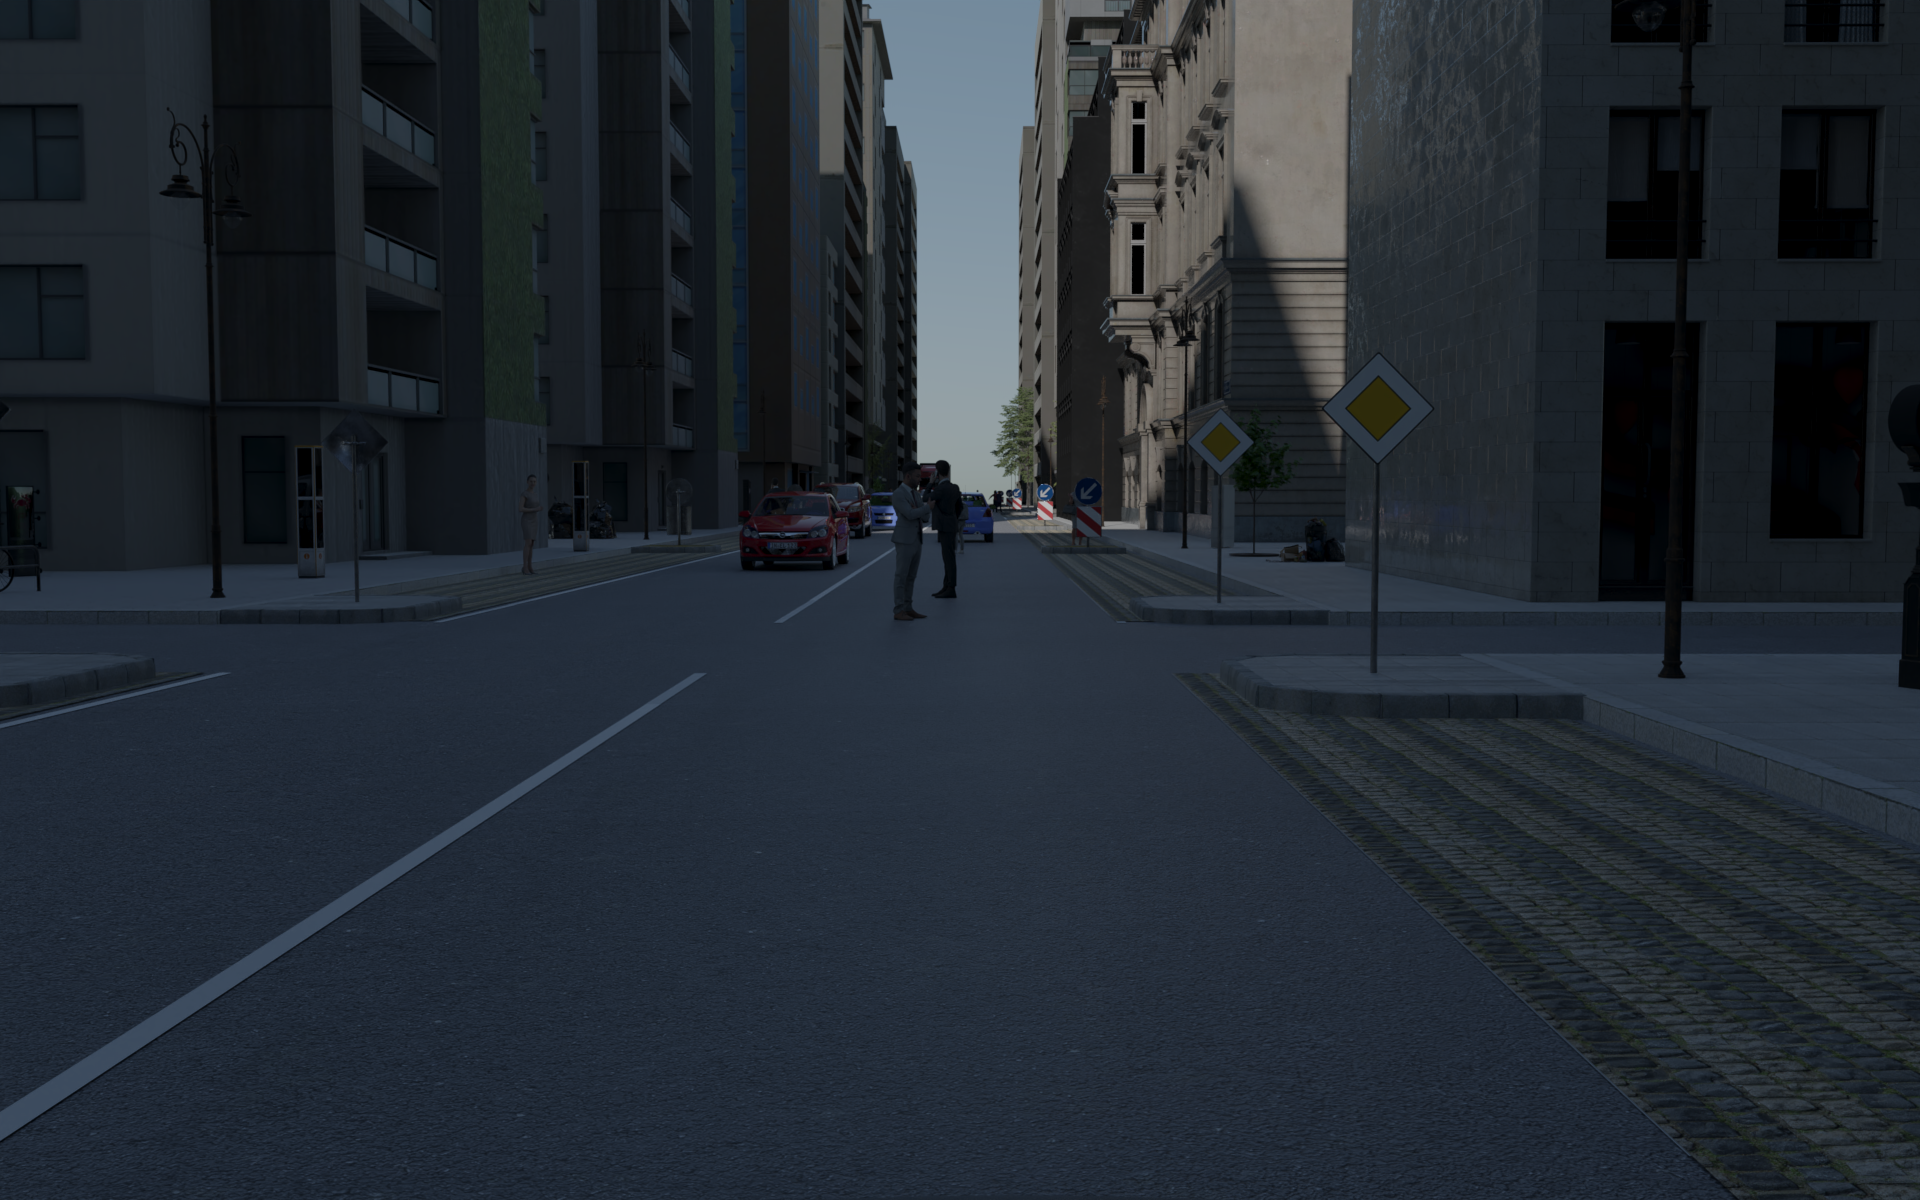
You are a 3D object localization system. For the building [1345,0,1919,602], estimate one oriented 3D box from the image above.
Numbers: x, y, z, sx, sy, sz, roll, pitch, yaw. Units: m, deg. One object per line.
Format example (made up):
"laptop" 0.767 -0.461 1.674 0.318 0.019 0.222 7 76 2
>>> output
"building" 15.219 -10.412 24.986 16.860 20.320 10.420 0 4 1

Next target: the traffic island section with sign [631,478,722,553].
"traffic island section with sign" -6.938 -2.080 42.639 1.989 1.847 2.006 0 4 1

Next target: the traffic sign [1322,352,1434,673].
"traffic sign" 2.964 -0.533 12.358 0.795 2.450 0.064 0 4 1

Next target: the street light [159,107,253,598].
"street light" -9.185 -2.964 21.257 0.468 5.910 1.993 0 4 1

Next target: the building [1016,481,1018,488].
"building" 24.004 -33.611 241.415 32.217 40.220 23.993 0 4 1

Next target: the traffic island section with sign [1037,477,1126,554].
"traffic island section with sign" 2.971 -2.049 42.132 1.989 1.847 2.006 0 4 1

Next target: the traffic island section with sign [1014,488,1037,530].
"traffic island section with sign" 3.278 -3.722 69.486 1.989 1.847 2.006 0 4 1

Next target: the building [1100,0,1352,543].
"building" 12.394 -14.848 61.849 14.460 24.649 34.723 0 4 1

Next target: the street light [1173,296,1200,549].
"street light" 5.291 -4.149 40.618 0.468 5.910 1.993 0 4 1

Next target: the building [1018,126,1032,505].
"building" 18.260 -36.332 217.728 21.300 48.544 21.600 0 4 1

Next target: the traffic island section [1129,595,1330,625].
"traffic island section" 3.073 0.114 20.419 2.009 0.180 2.903 0 4 1

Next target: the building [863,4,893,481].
"building" -22.300 -36.907 192.666 28.713 52.752 27.495 0 4 1

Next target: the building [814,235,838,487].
"building" -22.763 -16.225 110.322 27.650 21.520 28.899 0 4 1

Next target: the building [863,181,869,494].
"building" -15.588 -23.346 153.414 14.160 30.474 14.107 0 4 1

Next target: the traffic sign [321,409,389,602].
"traffic sign" -7.144 -1.029 20.471 0.795 2.450 0.064 0 4 1

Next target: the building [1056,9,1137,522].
"building" 11.415 -15.774 87.575 12.332 23.373 15.834 0 4 1

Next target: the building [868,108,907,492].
"building" -18.087 -36.334 217.768 21.300 48.544 21.600 0 4 1

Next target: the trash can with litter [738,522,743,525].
"trash can with litter" -9.410 -3.701 71.562 1.678 1.210 2.233 -1 4 -16

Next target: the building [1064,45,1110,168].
"building" 13.834 -21.018 115.351 14.160 30.474 14.107 0 4 1

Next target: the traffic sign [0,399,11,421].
"traffic sign" -7.229 -0.541 12.487 0.795 2.450 0.064 0 4 1

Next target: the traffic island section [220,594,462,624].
"traffic island section" -7.168 0.107 20.533 2.009 0.180 2.903 0 4 1

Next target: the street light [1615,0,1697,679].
"street light" 4.979 -2.394 11.936 0.468 5.910 1.993 0 4 1

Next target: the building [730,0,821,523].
"building" -14.209 -26.417 82.021 14.600 45.320 14.200 0 4 1

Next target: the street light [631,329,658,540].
"street light" -8.833 -4.638 48.612 0.468 5.910 1.993 0 4 1

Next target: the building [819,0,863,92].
"building" -18.862 -31.251 134.660 21.300 48.544 21.600 0 4 1

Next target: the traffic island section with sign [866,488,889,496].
"traffic island section with sign" -6.117 -6.778 119.444 1.989 1.847 2.006 0 4 1

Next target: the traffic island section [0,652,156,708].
"traffic island section" -7.253 0.595 12.549 2.009 0.180 2.903 0 4 1

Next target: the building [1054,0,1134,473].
"building" 21.380 -33.402 135.354 28.713 52.752 27.495 0 4 1

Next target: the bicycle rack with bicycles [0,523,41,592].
"bicycle rack with bicycles" -13.296 -0.523 21.933 2.852 0.926 2.925 1 4 9

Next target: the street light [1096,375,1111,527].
"street light" 5.596 -5.807 67.725 0.468 5.910 1.993 0 4 1

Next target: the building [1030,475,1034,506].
"building" 18.306 -46.343 195.955 20.563 71.187 20.611 0 4 1

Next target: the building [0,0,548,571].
"building" -16.972 -21.404 33.543 14.154 41.232 14.086 0 4 1

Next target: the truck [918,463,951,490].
"truck" -2.309 -10.330 157.801 2.839 4.237 11.283 0 4 2

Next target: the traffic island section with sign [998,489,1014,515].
"traffic island section with sign" 3.814 -6.797 119.759 1.989 1.847 2.006 0 4 1

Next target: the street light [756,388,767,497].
"street light" -8.577 -6.302 75.825 0.468 5.910 1.993 0 4 1

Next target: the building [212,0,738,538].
"building" -15.809 -23.025 60.060 14.154 41.232 14.086 0 4 1

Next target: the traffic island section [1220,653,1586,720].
"traffic island section" 2.988 0.602 12.435 2.009 0.180 2.903 0 4 1

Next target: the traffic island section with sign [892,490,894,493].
"traffic island section with sign" -5.816 -8.471 147.133 1.989 1.847 2.006 0 4 1

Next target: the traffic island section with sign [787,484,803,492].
"traffic island section with sign" -6.654 -3.757 70.050 1.989 1.847 2.006 0 4 1

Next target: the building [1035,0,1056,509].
"building" 17.845 -32.803 160.023 21.300 48.544 21.600 0 4 1

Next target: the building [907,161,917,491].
"building" -16.940 -37.664 239.506 21.300 48.544 21.600 0 4 1

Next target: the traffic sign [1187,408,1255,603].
"traffic sign" 3.049 -1.021 20.342 0.795 2.450 0.064 0 4 1
